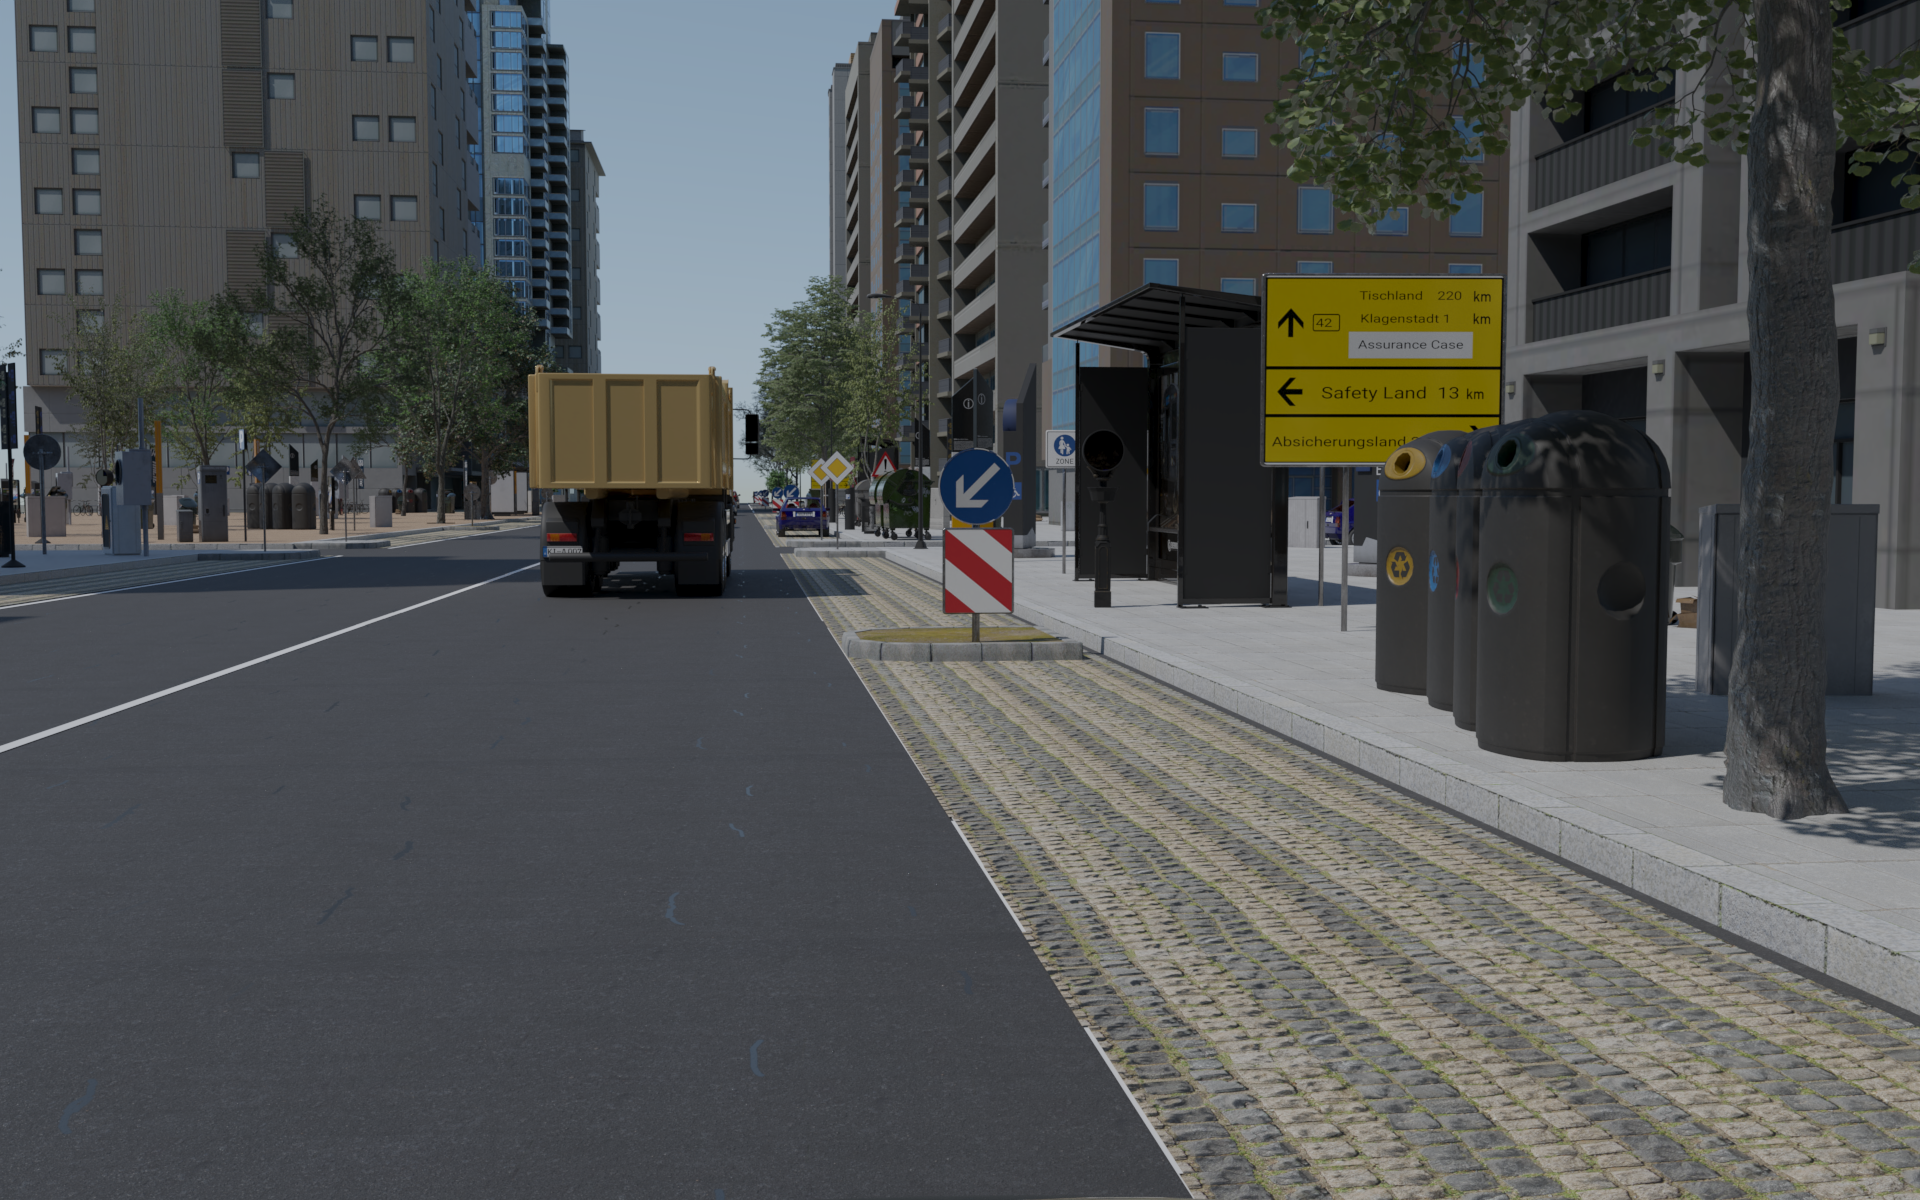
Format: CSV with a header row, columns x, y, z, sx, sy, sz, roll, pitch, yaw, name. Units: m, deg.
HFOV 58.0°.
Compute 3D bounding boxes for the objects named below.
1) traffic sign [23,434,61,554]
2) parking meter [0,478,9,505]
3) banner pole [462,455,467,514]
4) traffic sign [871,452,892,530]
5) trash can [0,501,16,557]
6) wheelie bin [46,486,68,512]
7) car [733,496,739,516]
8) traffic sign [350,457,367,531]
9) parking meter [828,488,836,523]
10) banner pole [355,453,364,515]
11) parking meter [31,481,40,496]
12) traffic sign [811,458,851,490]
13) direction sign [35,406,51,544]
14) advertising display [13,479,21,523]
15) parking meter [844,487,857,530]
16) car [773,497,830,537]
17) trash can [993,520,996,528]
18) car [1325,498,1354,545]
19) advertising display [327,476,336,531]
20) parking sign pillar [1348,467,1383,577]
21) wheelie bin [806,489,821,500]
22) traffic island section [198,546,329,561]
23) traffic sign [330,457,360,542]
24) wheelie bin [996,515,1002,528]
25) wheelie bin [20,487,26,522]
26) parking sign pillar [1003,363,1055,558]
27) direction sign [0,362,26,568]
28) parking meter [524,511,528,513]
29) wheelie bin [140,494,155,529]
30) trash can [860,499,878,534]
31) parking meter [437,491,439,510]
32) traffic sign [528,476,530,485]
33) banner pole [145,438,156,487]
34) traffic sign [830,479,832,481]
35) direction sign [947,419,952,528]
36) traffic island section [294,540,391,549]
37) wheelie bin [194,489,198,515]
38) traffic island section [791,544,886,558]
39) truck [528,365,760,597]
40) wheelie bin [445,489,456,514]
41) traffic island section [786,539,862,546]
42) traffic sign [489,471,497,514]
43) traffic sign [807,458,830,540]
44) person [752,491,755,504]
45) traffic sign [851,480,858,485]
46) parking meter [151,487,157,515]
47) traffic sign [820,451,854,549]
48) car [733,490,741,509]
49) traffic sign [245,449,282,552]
x,y,z,sx,sy,sz,roll,pitch,yaw,name
-19.475,-2.242,36.770,0.768,2.556,0.104,0,4,-7,traffic sign
-35.398,-3.579,64.232,0.255,1.863,0.399,-2,4,-35,parking meter
-31.918,-7.447,111.779,0.401,3.779,0.863,-2,4,-34,banner pole
-2.281,-3.250,53.140,0.884,2.594,0.081,0,4,1,traffic sign
-19.578,-1.438,35.166,0.748,1.137,0.748,0,3,0,trash can
-36.380,-3.786,69.804,0.693,1.594,0.980,0,4,-2,wheelie bin
-15.684,-6.302,115.039,2.014,1.417,4.499,0,4,-7,car
-21.071,-3.682,60.208,0.884,2.594,0.081,0,4,1,traffic sign
-5.694,-4.213,77.288,0.372,1.533,0.369,0,3,0,parking meter
-36.625,-7.068,105.580,0.863,3.779,0.401,2,4,26,banner pole
-40.846,-4.333,76.548,0.399,1.863,0.255,2,4,28,parking meter
-7.360,-6.402,98.550,2.265,3.308,0.079,0,4,-5,traffic sign
-23.826,-3.235,44.883,0.379,3.537,0.876,-1,4,-19,direction sign
-41.862,-4.357,76.450,0.974,1.923,0.123,2,4,24,advertising display
-3.956,-3.287,62.155,0.372,1.533,0.369,0,3,0,parking meter
-5.342,-2.813,58.572,1.945,1.354,3.894,0,4,-7,car
0.541,-1.768,40.554,0.748,1.137,0.748,0,3,0,trash can
11.411,-1.985,45.034,3.894,1.354,1.945,0,4,-5,car
-22.219,-3.427,61.241,0.123,1.923,0.974,-2,4,-27,advertising display
6.808,-2.366,27.162,1.447,3.967,1.447,-2,4,-32,parking sign pillar
-8.502,-5.657,100.407,0.980,1.594,0.693,-2,4,-34,wheelie bin
-15.514,-0.999,38.615,2.009,0.180,2.903,0,4,-7,traffic island section
-16.491,-2.620,46.478,0.795,2.450,0.064,0,4,-7,traffic sign
0.999,-2.929,55.796,0.980,1.594,0.693,0,4,-3,wheelie bin
-42.164,-4.328,78.665,0.980,1.594,0.693,-1,4,-20,wheelie bin
1.217,-2.857,35.184,1.447,3.967,1.447,1,4,14,parking sign pillar
-16.547,-2.335,30.171,0.379,3.537,0.876,-3,5,-44,direction sign
-28.875,-6.515,114.925,0.372,1.533,0.369,0,3,0,parking meter
-29.978,-3.399,63.483,0.693,1.594,0.980,0,4,-2,wheelie bin
-2.873,-2.702,55.825,0.748,1.137,0.748,0,3,0,trash can
-34.725,-6.555,115.589,0.372,1.533,0.369,0,3,0,parking meter
-28.004,-6.939,113.565,0.768,2.556,0.104,0,4,2,traffic sign
-36.323,-5.372,77.854,0.401,3.779,0.863,3,5,41,banner pole
-5.326,-4.563,74.708,0.768,2.556,0.104,0,4,-7,traffic sign
-0.225,-3.701,52.500,0.379,3.537,0.876,1,4,20,direction sign
-16.514,-1.484,46.537,2.009,0.180,2.903,0,4,-7,traffic island section
-45.862,-5.920,104.699,0.693,1.594,0.980,2,4,28,wheelie bin
-2.822,-1.096,40.205,2.009,0.180,2.903,0,4,-7,traffic island section
-4.984,-1.956,27.899,3.469,3.379,9.791,0,4,-6,truck
-33.579,-6.474,113.762,0.980,1.594,0.693,1,4,11,wheelie bin
-3.822,-1.581,48.128,2.009,0.180,2.903,0,4,-7,traffic island section
-25.910,-5.838,95.563,0.768,2.556,0.104,0,4,-6,traffic sign
-3.844,-2.716,48.048,0.795,2.450,0.064,0,4,-7,traffic sign
-28.961,-14.352,243.085,0.705,1.831,1.348,0,4,7,person
-6.274,-6.057,99.041,0.884,2.594,0.081,0,4,-2,traffic sign
-49.357,-6.141,106.111,0.399,1.863,0.255,1,4,22,parking meter
-2.845,-2.231,40.125,0.795,2.450,0.064,0,4,-7,traffic sign
-22.938,-9.983,171.888,2.281,1.827,5.304,0,4,-6,car
-15.492,-2.135,38.556,0.795,2.450,0.064,0,4,-7,traffic sign
